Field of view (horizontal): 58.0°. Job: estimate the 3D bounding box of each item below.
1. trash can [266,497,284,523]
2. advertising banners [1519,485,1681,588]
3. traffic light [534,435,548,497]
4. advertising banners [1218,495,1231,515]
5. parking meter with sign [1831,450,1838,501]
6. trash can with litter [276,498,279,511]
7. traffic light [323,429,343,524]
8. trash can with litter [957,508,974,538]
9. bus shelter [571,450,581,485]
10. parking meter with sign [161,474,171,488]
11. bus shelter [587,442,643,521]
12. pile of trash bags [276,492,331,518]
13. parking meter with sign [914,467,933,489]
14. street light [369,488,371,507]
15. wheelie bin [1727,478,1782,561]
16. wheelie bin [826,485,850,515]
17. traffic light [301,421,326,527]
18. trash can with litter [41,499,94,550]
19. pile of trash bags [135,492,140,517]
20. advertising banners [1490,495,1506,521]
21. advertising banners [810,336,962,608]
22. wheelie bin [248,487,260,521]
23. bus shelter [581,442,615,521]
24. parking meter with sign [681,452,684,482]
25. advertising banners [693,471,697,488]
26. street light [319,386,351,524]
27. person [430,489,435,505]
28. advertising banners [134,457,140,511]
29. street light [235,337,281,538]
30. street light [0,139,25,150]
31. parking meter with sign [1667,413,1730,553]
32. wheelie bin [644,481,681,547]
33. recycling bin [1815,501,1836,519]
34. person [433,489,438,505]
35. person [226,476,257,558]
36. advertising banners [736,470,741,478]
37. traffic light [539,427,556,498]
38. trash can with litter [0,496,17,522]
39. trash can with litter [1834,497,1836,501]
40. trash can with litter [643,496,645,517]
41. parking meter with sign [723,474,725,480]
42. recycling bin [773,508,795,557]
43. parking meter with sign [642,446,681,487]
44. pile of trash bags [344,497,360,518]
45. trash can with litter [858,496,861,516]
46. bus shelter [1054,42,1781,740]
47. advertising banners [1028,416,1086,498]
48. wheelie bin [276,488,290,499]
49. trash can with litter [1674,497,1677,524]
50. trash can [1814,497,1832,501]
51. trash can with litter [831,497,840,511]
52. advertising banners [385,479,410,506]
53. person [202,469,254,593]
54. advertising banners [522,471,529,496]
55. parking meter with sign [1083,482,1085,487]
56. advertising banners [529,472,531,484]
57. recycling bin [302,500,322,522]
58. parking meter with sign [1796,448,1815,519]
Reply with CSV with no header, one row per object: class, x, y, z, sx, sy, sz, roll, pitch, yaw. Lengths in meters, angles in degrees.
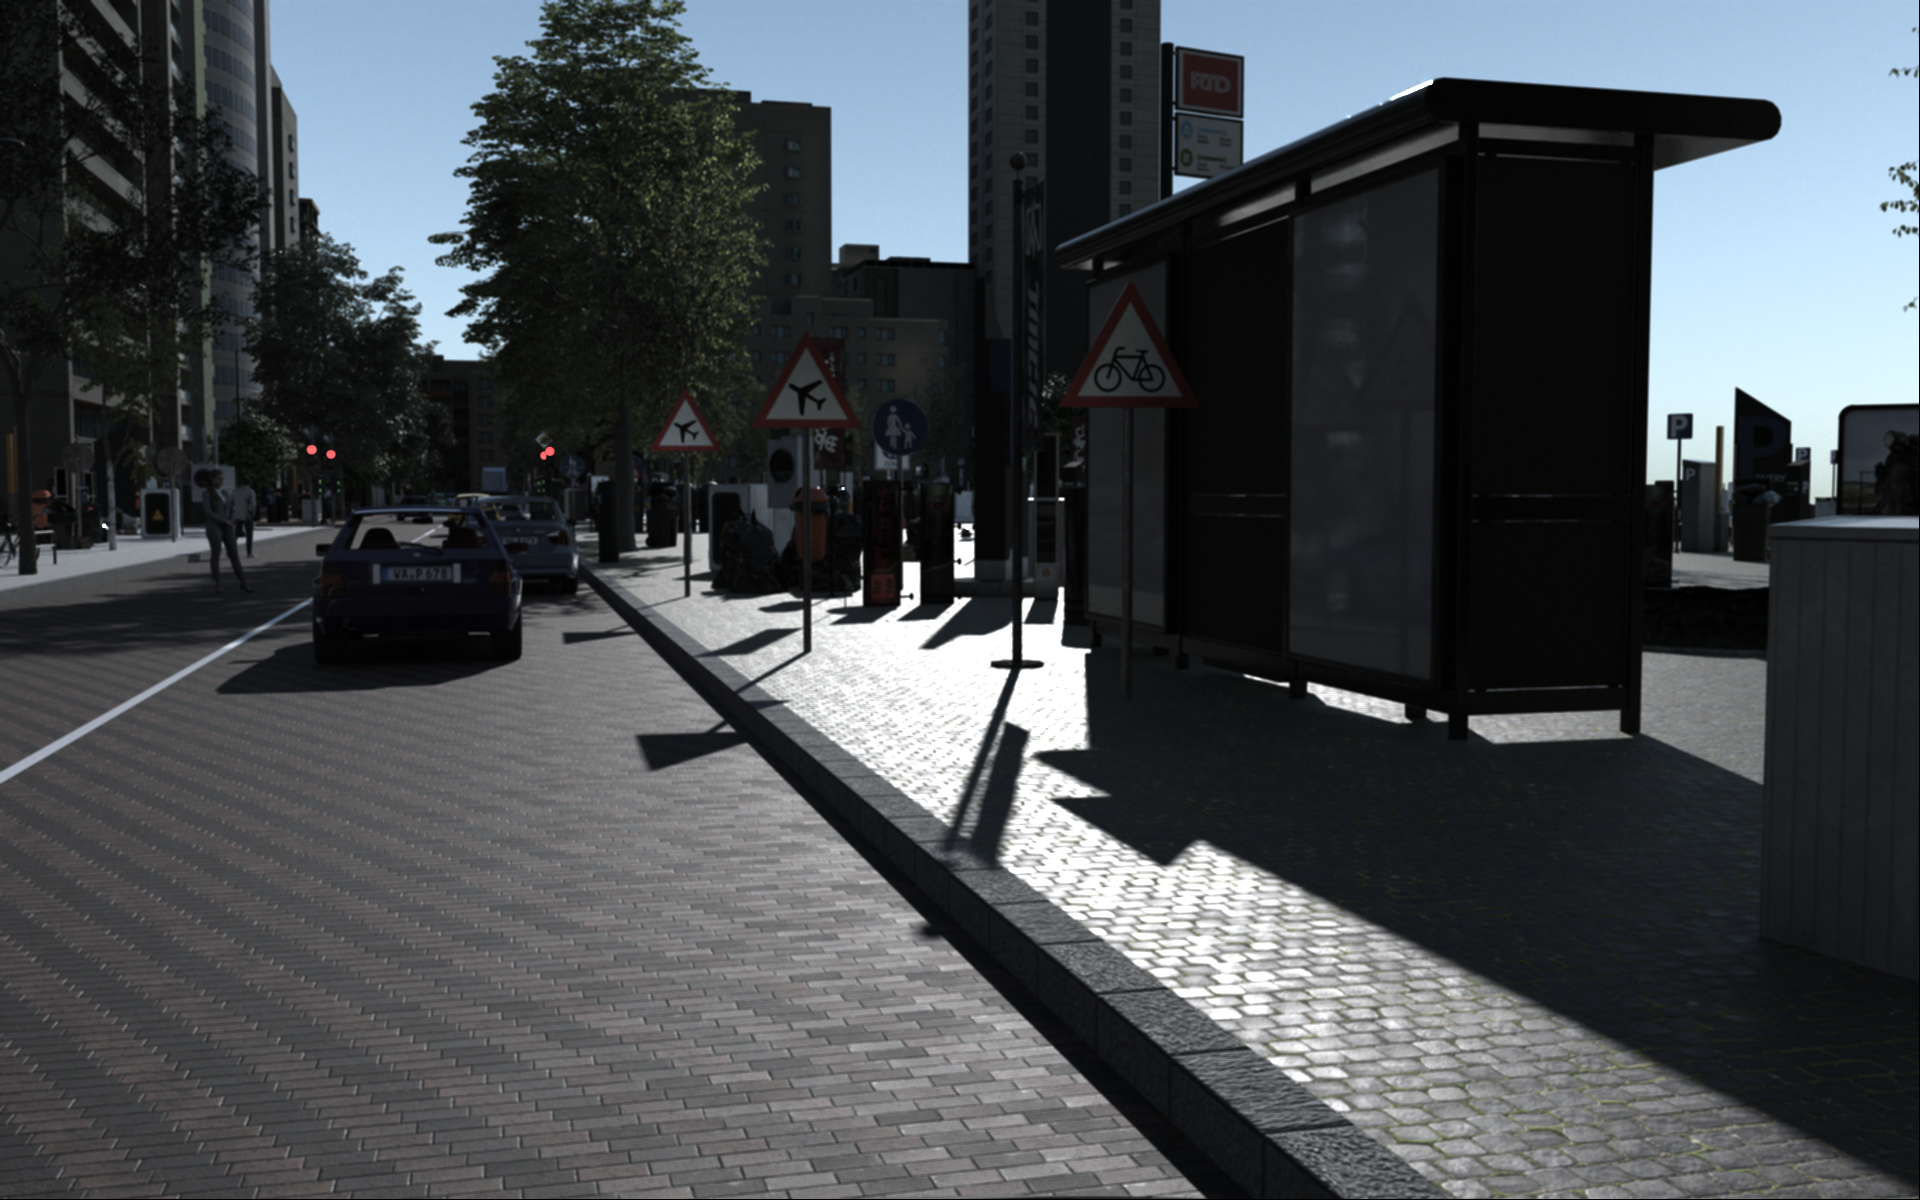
trash can,-30.727,-4.041,77.732,0.748,1.137,0.748,0,3,0
advertising banners,8.875,-1.702,24.011,2.074,3.025,0.090,2,4,24
traffic light,-18.437,-5.375,76.805,0.839,4.253,0.868,-1,4,-15
advertising banners,9.020,-4.136,63.818,2.074,3.025,0.090,0,4,2
parking meter with sign,35.533,-4.432,68.726,1.738,3.016,0.543,0,4,7
trash can with litter,-32.368,-4.338,82.316,0.624,1.170,1.055,-3,5,-40
traffic light,-26.994,-5.235,74.509,0.839,4.253,0.868,-1,4,-15
trash can with litter,0.463,-2.435,51.207,1.055,1.170,0.624,-1,4,-9
bus shelter,-20.187,-6.319,94.592,1.731,3.624,6.357,-1,4,-15
parking meter with sign,-37.500,-5.242,81.968,0.543,3.016,1.738,-1,4,-20
bus shelter,-13.300,-4.486,67.271,2.014,3.302,5.546,-1,4,-15
pile of trash bags,-34.578,-4.991,91.359,3.447,1.369,1.912,-1,4,-13
parking meter with sign,-2.080,-6.928,109.527,1.738,3.016,0.543,3,5,44
street light,-34.711,-8.006,103.446,1.470,5.913,1.316,-1,4,-15
wheelie bin,15.241,-1.552,33.277,0.980,1.594,0.693,2,4,33
wheelie bin,-4.137,-3.111,58.766,0.693,1.594,0.980,2,4,35
traffic light,-24.931,-4.763,66.794,0.839,4.253,0.868,-1,4,-15
trash can with litter,-20.624,-1.753,40.042,0.624,1.170,1.055,1,4,15
pile of trash bags,-45.466,-5.292,96.278,1.912,1.369,3.447,-1,4,-13
advertising banners,9.620,-2.154,31.403,2.074,3.025,0.090,1,4,10
advertising banners,-0.867,-1.440,19.728,2.074,3.025,0.090,-2,4,-33
wheelie bin,-33.284,-4.486,81.247,0.980,1.594,0.693,2,4,29
bus shelter,-16.445,-5.456,80.494,1.731,3.624,6.357,-1,4,-15
parking meter with sign,-10.901,-4.326,66.988,0.543,3.016,1.738,-1,4,-13
advertising banners,-20.795,-8.393,133.407,0.090,3.025,2.074,2,4,24
street light,-26.838,-6.232,74.439,1.470,5.913,1.316,-1,4,-15
person,-39.203,-7.336,128.538,0.767,1.812,0.694,-2,4,-28
advertising banners,-37.043,-5.080,79.249,2.074,3.025,0.090,0,4,-1
street light,-20.745,-4.811,51.195,1.470,5.913,1.316,-1,4,-15
street light,-12.931,-3.067,22.683,1.470,5.913,1.316,-1,4,-15
parking meter with sign,16.302,-2.562,38.144,1.738,3.016,0.543,-2,4,-35
wheelie bin,-7.242,-2.106,42.341,0.693,1.594,0.980,2,4,35
recycling bin,31.036,-3.024,61.994,0.722,1.027,0.722,2,4,32
person,-39.680,-7.443,130.381,0.709,1.800,0.728,1,4,9
person,-16.084,-1.862,38.794,0.661,1.843,0.795,1,4,11
advertising banners,-16.734,-8.023,127.365,0.090,3.025,2.074,-3,5,-44
traffic light,-16.373,-4.903,69.090,0.839,4.253,0.868,-1,4,-15
trash can with litter,-43.862,-4.180,79.403,2.233,1.210,1.678,1,4,10
trash can with litter,42.268,-4.458,83.940,1.678,1.210,2.233,-3,5,-39
trash can with litter,-17.781,-5.151,95.605,0.624,1.170,1.055,2,4,29
parking meter with sign,-20.901,-9.243,147.377,1.738,3.016,0.543,0,4,-2
recycling bin,-3.362,-1.215,32.424,0.722,1.027,0.722,-3,4,-38
parking meter with sign,-10.562,-3.961,61.023,0.543,3.016,1.738,1,4,16
pile of trash bags,-34.353,-5.188,94.583,3.447,1.369,1.912,1,4,11
trash can with litter,-4.065,-4.256,80.648,2.233,1.210,1.678,-1,4,-20
bus shelter,2.239,-2.175,13.191,2.179,5.291,8.768,-1,4,-15
advertising banners,2.013,-2.623,39.078,2.074,3.025,0.090,2,4,28
wheelie bin,-36.306,-5.182,92.640,0.980,1.594,0.693,2,4,29
trash can with litter,23.964,-2.919,59.107,1.055,1.170,0.624,3,4,37
trash can,36.659,-3.785,73.535,0.748,1.137,0.748,0,3,0
trash can with litter,-4.905,-2.585,53.321,1.678,1.210,2.233,2,4,26
advertising banners,-46.867,-9.073,144.528,2.074,3.025,0.090,-1,4,-19
person,-10.594,-0.994,25.034,0.573,1.790,0.520,1,4,9
advertising banners,-33.454,-8.362,132.906,0.090,3.025,2.074,-1,4,-9
parking meter with sign,7.128,-5.735,90.031,1.738,3.016,0.543,2,4,23
advertising banners,-33.385,-8.557,136.094,0.090,3.025,2.074,2,4,24
recycling bin,-29.636,-4.076,79.195,0.722,1.027,0.722,0,4,-7
parking meter with sign,33.395,-4.456,69.121,1.738,3.016,0.543,2,4,28
